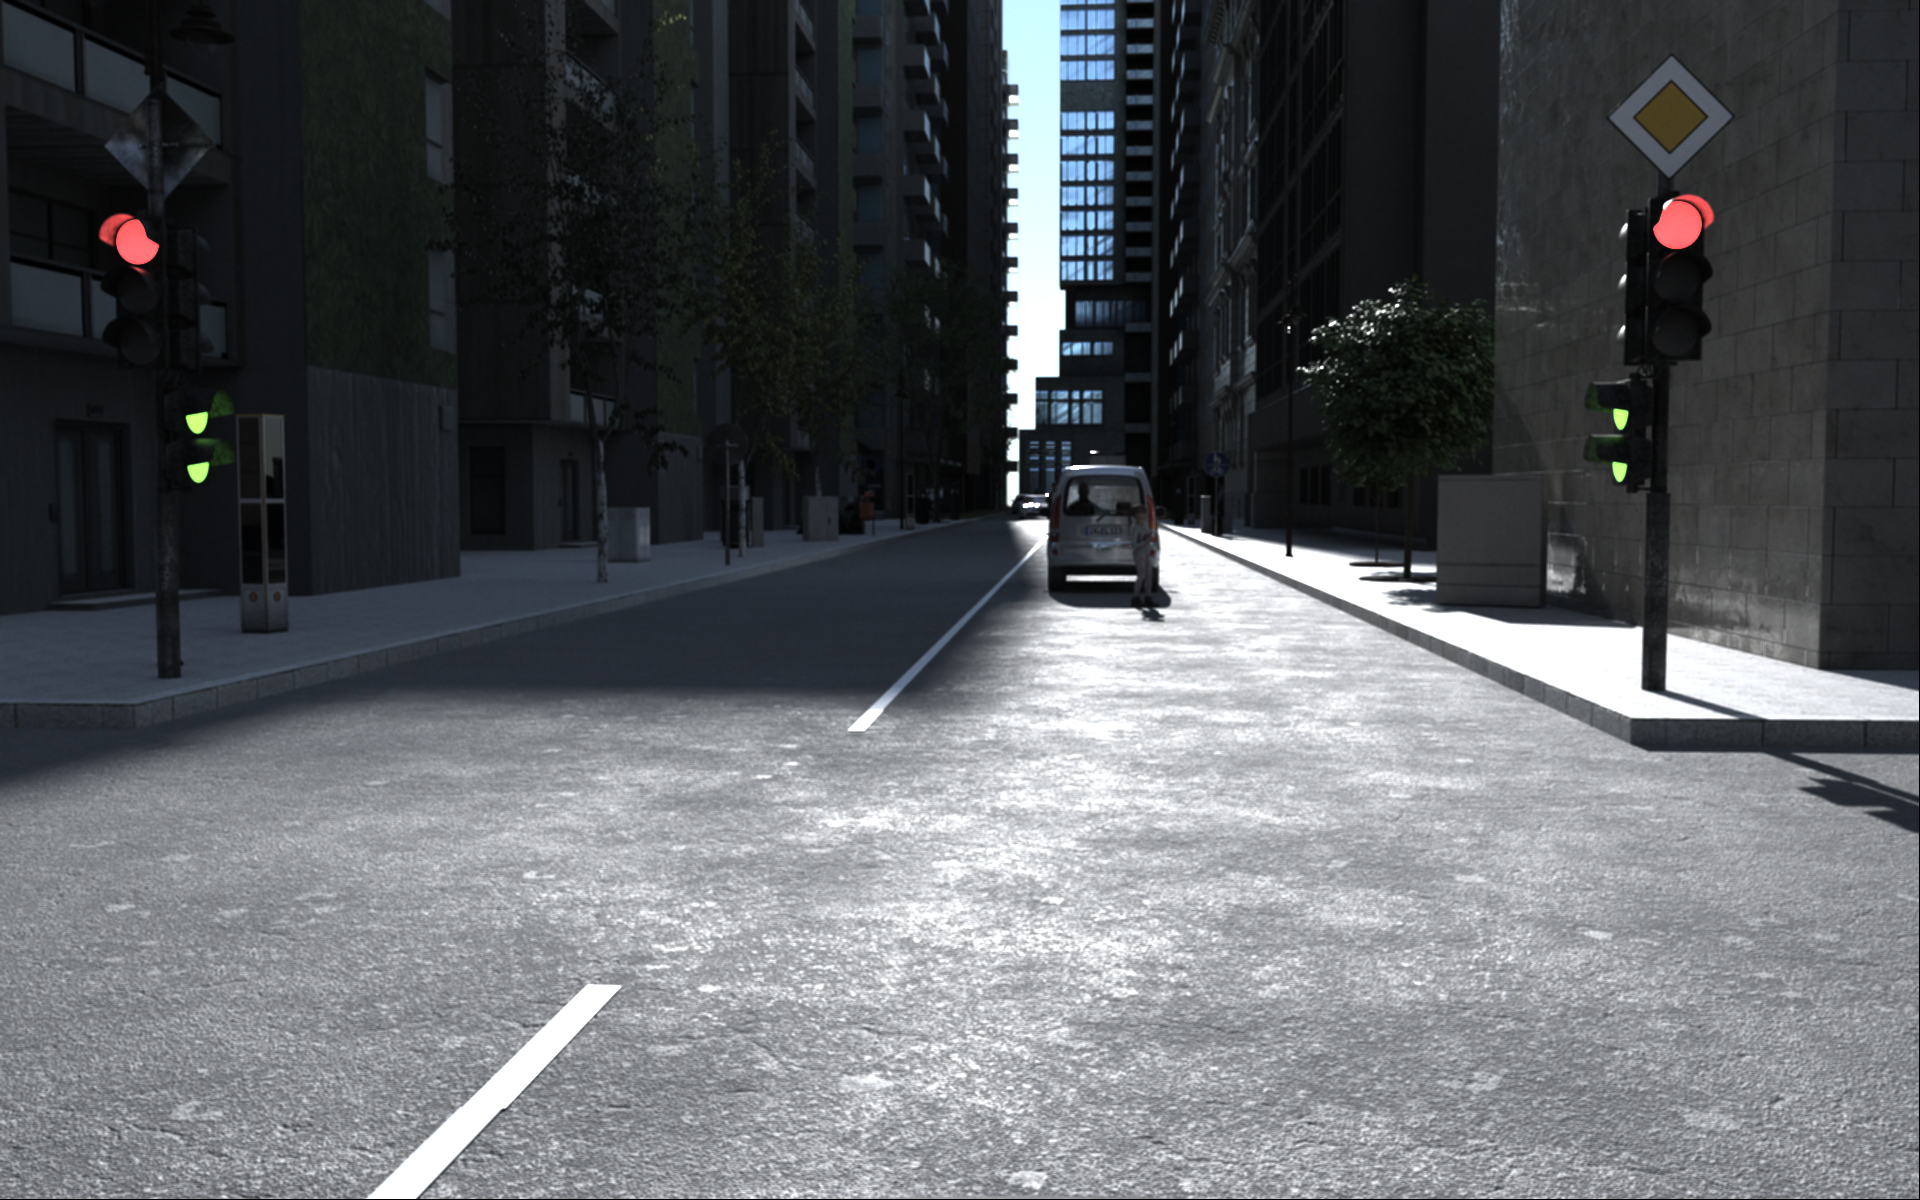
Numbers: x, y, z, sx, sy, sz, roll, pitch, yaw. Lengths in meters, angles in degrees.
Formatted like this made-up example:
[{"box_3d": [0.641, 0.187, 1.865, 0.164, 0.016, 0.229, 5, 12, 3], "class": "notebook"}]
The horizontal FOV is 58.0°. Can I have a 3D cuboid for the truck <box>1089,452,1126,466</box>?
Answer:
[{"box_3d": [10.344, -8.082, 121.059, 2.839, 4.237, 11.283, 0, 4, 5], "class": "truck"}]

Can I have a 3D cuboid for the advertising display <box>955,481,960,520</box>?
[{"box_3d": [-0.121, -4.942, 86.022, 0.123, 1.923, 0.974, -1, 4, -10], "class": "advertising display"}]

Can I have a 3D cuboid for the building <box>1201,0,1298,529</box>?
[{"box_3d": [17.865, -17.516, 73.780, 14.401, 28.519, 23.554, 0, 4, 4], "class": "building"}]

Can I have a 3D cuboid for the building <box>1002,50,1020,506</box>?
[{"box_3d": [-8.904, -34.478, 183.325, 30.456, 49.044, 23.786, 0, 4, 4], "class": "building"}]

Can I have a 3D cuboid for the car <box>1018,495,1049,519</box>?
[{"box_3d": [4.354, -5.336, 99.608, 2.083, 1.381, 4.827, 0, 4, 3], "class": "car"}]

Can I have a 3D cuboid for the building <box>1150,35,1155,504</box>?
[{"box_3d": [23.935, -28.713, 153.048, 14.154, 41.232, 14.086, 0, 4, 4], "class": "building"}]

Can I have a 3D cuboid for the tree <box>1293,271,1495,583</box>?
[{"box_3d": [6.588, -2.565, 25.652, 4.285, 4.588, 4.351, 0, 3, 0], "class": "tree"}]

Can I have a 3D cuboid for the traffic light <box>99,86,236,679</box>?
[{"box_3d": [-5.504, -1.410, 11.974, 0.839, 4.253, 0.868, 0, 4, 4], "class": "traffic light"}]

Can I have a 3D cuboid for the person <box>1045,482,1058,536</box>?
[{"box_3d": [3.183, -2.980, 57.213, 0.794, 1.824, 0.713, 2, 4, 32], "class": "person"}]

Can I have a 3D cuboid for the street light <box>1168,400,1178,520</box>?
[{"box_3d": [10.489, -6.888, 85.407, 0.468, 5.910, 1.993, 0, 4, 4], "class": "street light"}]

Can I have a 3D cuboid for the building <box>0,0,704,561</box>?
[{"box_3d": [-14.751, -21.883, 41.383, 14.154, 41.232, 14.086, 0, 4, 4], "class": "building"}]

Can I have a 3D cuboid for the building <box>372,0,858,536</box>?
[{"box_3d": [-11.686, -23.221, 63.261, 14.154, 41.232, 14.086, 0, 4, 4], "class": "building"}]

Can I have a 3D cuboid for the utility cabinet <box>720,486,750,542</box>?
[{"box_3d": [-6.004, -2.289, 46.096, 0.318, 1.500, 1.173, -2, 4, -34], "class": "utility cabinet"}]

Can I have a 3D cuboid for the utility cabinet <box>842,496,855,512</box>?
[{"box_3d": [-3.900, -3.003, 60.255, 0.306, 1.237, 1.020, -1, 4, -19], "class": "utility cabinet"}]

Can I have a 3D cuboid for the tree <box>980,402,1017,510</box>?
[{"box_3d": [2.722, -11.366, 136.200, 4.360, 8.622, 3.978, 0, 3, 0], "class": "tree"}]

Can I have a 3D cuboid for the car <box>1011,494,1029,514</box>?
[{"box_3d": [4.664, -6.865, 124.245, 2.014, 1.417, 4.499, 0, 4, 4], "class": "car"}]

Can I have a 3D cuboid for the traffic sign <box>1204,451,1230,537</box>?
[{"box_3d": [7.664, -3.156, 51.700, 0.768, 2.556, 0.104, 1, 4, 11], "class": "traffic sign"}]

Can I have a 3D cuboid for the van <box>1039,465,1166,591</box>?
[{"box_3d": [2.216, -1.216, 26.900, 2.013, 2.044, 4.112, 0, 4, 4], "class": "van"}]

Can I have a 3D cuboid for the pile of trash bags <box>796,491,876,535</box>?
[{"box_3d": [-3.708, -2.761, 54.901, 1.912, 1.369, 3.447, -3, 4, -36], "class": "pile of trash bags"}]

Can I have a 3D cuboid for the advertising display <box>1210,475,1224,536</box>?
[{"box_3d": [7.900, -2.933, 53.167, 0.123, 1.923, 0.974, 2, 4, 27], "class": "advertising display"}]

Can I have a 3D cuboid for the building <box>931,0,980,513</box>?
[{"box_3d": [-5.863, -29.045, 124.998, 14.600, 45.320, 14.200, 0, 4, 4], "class": "building"}]

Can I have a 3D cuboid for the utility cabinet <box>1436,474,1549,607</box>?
[{"box_3d": [6.073, -0.678, 19.772, 1.173, 1.500, 0.318, 2, 4, 32], "class": "utility cabinet"}]

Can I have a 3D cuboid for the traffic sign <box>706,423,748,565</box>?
[{"box_3d": [-4.195, -1.901, 31.191, 0.768, 2.556, 0.104, 0, 4, 6], "class": "traffic sign"}]

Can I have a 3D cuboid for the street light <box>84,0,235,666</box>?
[{"box_3d": [-5.904, -2.446, 12.772, 0.468, 5.910, 1.993, 0, 4, 4], "class": "street light"}]

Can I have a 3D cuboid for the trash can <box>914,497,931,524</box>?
[{"box_3d": [-1.594, -3.794, 73.682, 0.748, 1.137, 0.748, 0, 3, 0], "class": "trash can"}]

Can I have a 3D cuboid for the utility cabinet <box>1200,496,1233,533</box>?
[{"box_3d": [8.470, -2.814, 57.166, 1.020, 1.237, 0.306, -1, 4, -11], "class": "utility cabinet"}]

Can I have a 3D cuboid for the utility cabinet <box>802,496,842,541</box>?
[{"box_3d": [-3.794, -2.207, 47.248, 1.020, 1.237, 0.306, -3, 5, -39], "class": "utility cabinet"}]

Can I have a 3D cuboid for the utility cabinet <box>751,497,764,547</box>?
[{"box_3d": [-4.931, -1.901, 42.239, 0.306, 1.237, 1.020, 0, 4, -7], "class": "utility cabinet"}]

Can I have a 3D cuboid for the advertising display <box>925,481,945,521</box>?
[{"box_3d": [-1.207, -4.810, 83.858, 0.974, 1.923, 0.123, 1, 4, 21], "class": "advertising display"}]

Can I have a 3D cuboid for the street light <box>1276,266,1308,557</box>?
[{"box_3d": [6.746, -3.826, 35.337, 0.468, 5.910, 1.993, 0, 4, 4], "class": "street light"}]

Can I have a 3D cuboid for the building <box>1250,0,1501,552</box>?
[{"box_3d": [16.594, -15.643, 49.272, 14.314, 27.812, 24.014, 0, 4, 4], "class": "building"}]

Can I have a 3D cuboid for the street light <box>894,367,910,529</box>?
[{"box_3d": [-2.131, -5.539, 63.358, 0.468, 5.910, 1.993, 0, 4, 4], "class": "street light"}]

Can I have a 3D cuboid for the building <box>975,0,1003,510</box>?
[{"box_3d": [-6.982, -43.589, 150.926, 20.611, 71.187, 20.563, 0, 4, 4], "class": "building"}]

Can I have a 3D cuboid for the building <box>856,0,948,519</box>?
[{"box_3d": [-12.403, -29.530, 102.425, 23.786, 49.044, 30.456, 0, 4, 4], "class": "building"}]

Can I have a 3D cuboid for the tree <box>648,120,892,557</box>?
[{"box_3d": [-4.188, -5.168, 34.861, 4.737, 8.622, 4.395, 0, 3, 0], "class": "tree"}]

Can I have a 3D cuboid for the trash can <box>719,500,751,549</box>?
[{"box_3d": [-5.301, -1.789, 40.907, 0.748, 1.137, 0.748, 0, 3, 0], "class": "trash can"}]

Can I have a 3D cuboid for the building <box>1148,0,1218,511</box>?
[{"box_3d": [22.628, -29.893, 138.865, 14.600, 45.320, 14.200, 0, 4, 4], "class": "building"}]

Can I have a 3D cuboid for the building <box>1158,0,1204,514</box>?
[{"box_3d": [25.729, -30.371, 116.174, 23.786, 49.044, 30.456, 0, 4, 4], "class": "building"}]

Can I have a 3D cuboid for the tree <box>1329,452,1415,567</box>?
[{"box_3d": [7.562, -2.218, 30.870, 1.663, 3.219, 1.824, 0, 3, 0], "class": "tree"}]

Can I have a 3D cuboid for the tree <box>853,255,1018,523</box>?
[{"box_3d": [-1.168, -9.247, 76.938, 9.928, 11.665, 9.643, 0, 3, 0], "class": "tree"}]

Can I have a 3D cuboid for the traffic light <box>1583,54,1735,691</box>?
[{"box_3d": [4.531, -1.366, 11.247, 0.839, 4.253, 0.868, 0, 4, 4], "class": "traffic light"}]

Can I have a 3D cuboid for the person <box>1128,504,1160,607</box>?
[{"box_3d": [2.334, -0.560, 21.930, 0.394, 1.301, 0.425, 1, 4, 18], "class": "person"}]

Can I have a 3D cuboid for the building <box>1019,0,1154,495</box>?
[{"box_3d": [22.147, -53.033, 179.765, 31.000, 86.520, 22.319, 0, 4, 4], "class": "building"}]

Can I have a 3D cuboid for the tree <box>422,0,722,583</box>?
[{"box_3d": [-5.243, -4.544, 24.657, 4.360, 8.622, 3.978, 0, 3, 0], "class": "tree"}]

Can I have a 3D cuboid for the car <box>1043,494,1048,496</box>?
[{"box_3d": [7.099, -7.771, 136.849, 2.009, 1.686, 4.222, 0, 4, 6], "class": "car"}]

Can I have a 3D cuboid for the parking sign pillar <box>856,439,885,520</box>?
[{"box_3d": [-4.445, -5.943, 85.642, 1.447, 3.967, 1.447, -2, 4, -24], "class": "parking sign pillar"}]

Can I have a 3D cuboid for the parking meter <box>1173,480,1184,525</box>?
[{"box_3d": [9.120, -4.070, 72.253, 0.399, 1.863, 0.255, 1, 4, 18], "class": "parking meter"}]

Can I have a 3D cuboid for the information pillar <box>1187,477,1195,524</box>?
[{"box_3d": [9.783, -4.208, 73.296, 0.304, 2.012, 0.304, 0, 4, 4], "class": "information pillar"}]

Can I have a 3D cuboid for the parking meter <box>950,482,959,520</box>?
[{"box_3d": [-0.269, -4.864, 85.245, 0.255, 1.863, 0.399, -3, 5, -42], "class": "parking meter"}]

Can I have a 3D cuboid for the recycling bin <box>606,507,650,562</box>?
[{"box_3d": [-6.323, -1.240, 32.836, 0.722, 1.027, 0.722, 1, 4, 9], "class": "recycling bin"}]

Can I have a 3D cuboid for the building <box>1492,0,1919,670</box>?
[{"box_3d": [15.041, -9.897, 16.574, 16.860, 20.320, 10.420, 0, 4, 4], "class": "building"}]

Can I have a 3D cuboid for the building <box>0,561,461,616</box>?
[{"box_3d": [-15.255, -20.533, 19.316, 14.154, 41.232, 14.086, 0, 4, 4], "class": "building"}]

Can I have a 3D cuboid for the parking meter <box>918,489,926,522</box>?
[{"box_3d": [-1.750, -4.368, 79.833, 0.372, 1.533, 0.369, 0, 3, 0], "class": "parking meter"}]

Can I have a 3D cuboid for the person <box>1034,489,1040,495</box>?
[{"box_3d": [6.643, -8.725, 150.785, 1.348, 1.869, 0.705, 3, 4, 38], "class": "person"}]

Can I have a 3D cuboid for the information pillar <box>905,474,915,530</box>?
[{"box_3d": [-1.800, -3.522, 62.075, 0.304, 2.012, 0.304, -1, 4, -10], "class": "information pillar"}]

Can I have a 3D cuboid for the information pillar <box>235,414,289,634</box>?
[{"box_3d": [-6.451, -0.705, 16.019, 0.304, 2.012, 0.304, 1, 4, 19], "class": "information pillar"}]
